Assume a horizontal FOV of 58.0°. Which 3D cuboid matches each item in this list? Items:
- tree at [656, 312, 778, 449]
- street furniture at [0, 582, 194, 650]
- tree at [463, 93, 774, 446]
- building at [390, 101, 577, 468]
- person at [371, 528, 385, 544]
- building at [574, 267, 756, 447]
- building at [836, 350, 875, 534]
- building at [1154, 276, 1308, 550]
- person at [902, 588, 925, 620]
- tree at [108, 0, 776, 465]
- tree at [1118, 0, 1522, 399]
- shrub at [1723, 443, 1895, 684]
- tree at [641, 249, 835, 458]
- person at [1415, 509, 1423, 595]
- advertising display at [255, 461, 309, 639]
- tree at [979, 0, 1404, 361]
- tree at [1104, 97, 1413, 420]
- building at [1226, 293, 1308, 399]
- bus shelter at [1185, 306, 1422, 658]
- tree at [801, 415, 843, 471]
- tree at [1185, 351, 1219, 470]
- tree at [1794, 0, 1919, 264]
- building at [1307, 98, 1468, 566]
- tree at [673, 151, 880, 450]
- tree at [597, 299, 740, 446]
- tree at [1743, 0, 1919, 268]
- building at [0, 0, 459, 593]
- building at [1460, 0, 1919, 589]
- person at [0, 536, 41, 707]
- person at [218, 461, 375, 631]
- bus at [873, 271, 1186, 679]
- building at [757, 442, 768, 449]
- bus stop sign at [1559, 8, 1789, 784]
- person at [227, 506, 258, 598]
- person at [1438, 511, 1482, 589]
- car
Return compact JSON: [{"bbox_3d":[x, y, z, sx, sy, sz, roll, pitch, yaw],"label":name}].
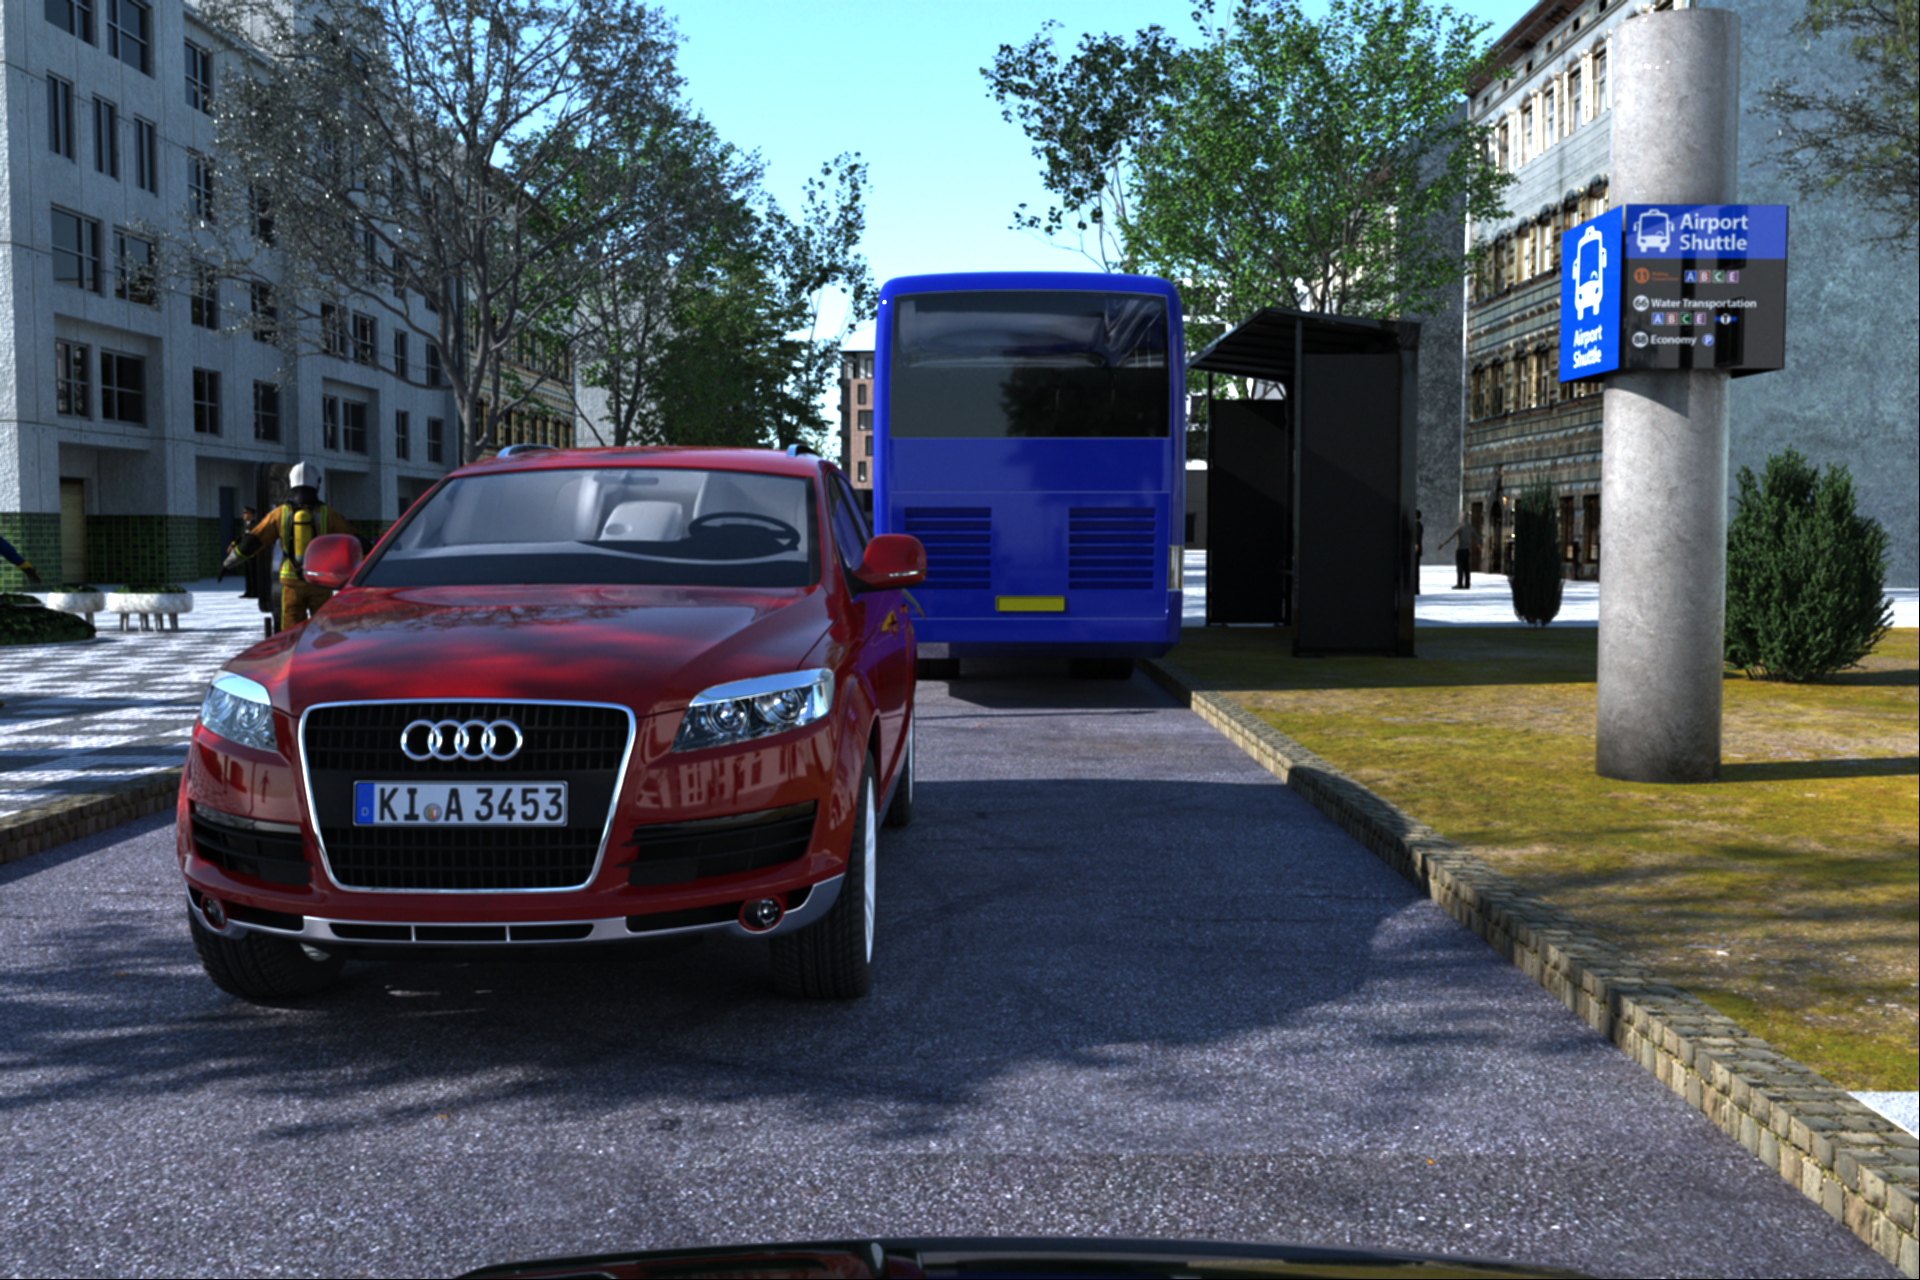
[{"bbox_3d":[-8.320,-6.578,57.906,4.737,8.622,4.395,0,3,0],"label":"tree"},{"bbox_3d":[-14.919,-0.383,21.895,10.072,0.657,5.734,1,4,15],"label":"street furniture"},{"bbox_3d":[-8.089,-7.046,40.962,9.928,11.665,9.643,0,3,0],"label":"tree"},{"bbox_3d":[-28.765,-15.119,78.124,19.493,23.208,18.063,0,4,1],"label":"building"},{"bbox_3d":[-14.285,-2.048,42.753,0.991,1.433,0.599,-1,4,-11],"label":"person"},{"bbox_3d":[-25.710,-16.169,130.823,16.747,18.905,31.486,0,4,0],"label":"building"},{"bbox_3d":[3.244,-21.686,201.003,32.646,21.610,27.936,0,4,3],"label":"building"},{"bbox_3d":[23.666,-18.937,153.593,27.936,21.610,32.646,0,4,1],"label":"building"},{"bbox_3d":[-0.756,-0.102,13.385,0.991,1.433,0.599,-1,4,-8],"label":"person"},{"bbox_3d":[-8.228,-7.259,29.062,12.009,13.543,11.850,0,3,0],"label":"tree"},{"bbox_3d":[6.671,-6.551,32.868,9.928,11.665,9.643,0,3,0],"label":"tree"},{"bbox_3d":[7.223,-0.674,15.054,1.661,2.075,1.752,0,3,0],"label":"shrub"},{"bbox_3d":[-8.854,-9.216,68.803,7.486,12.596,7.792,0,3,0],"label":"tree"},{"bbox_3d":[9.562,-1.856,36.532,0.705,1.806,1.347,0,4,5],"label":"person"},{"bbox_3d":[-6.113,-0.642,15.705,0.123,1.923,0.974,0,4,0],"label":"advertising display"},{"bbox_3d":[7.009,-12.169,54.859,12.611,20.169,13.585,0,3,0],"label":"tree"},{"bbox_3d":[7.087,-7.098,41.813,9.928,11.665,9.643,0,3,0],"label":"tree"},{"bbox_3d":[25.662,-16.978,134.004,16.016,20.090,11.380,0,3,0],"label":"building"},{"bbox_3d":[3.946,-1.817,20.998,1.731,3.624,6.357,0,4,-1],"label":"bus shelter"},{"bbox_3d":[-8.882,-9.499,105.663,4.737,8.622,4.395,0,3,0],"label":"tree"},{"bbox_3d":[7.628,-8.326,70.537,8.767,10.594,7.601,3,5,39],"label":"tree"},{"bbox_3d":[6.634,-3.723,11.232,4.360,8.622,3.978,0,3,0],"label":"tree"},{"bbox_3d":[26.794,-15.144,78.532,19.493,23.208,18.063,0,3,0],"label":"building"},{"bbox_3d":[-7.379,-14.004,84.861,12.611,20.169,13.585,0,3,0],"label":"tree"},{"bbox_3d":[-8.361,-6.180,51.401,4.737,8.622,4.395,0,3,0],"label":"tree"},{"bbox_3d":[14.884,-6.749,20.710,12.009,13.543,11.850,0,3,0],"label":"tree"},{"bbox_3d":[-28.463,-11.396,52.782,16.747,18.905,31.486,0,4,1],"label":"building"},{"bbox_3d":[26.165,-13.336,48.966,19.493,23.208,18.063,0,4,0],"label":"building"},{"bbox_3d":[-7.239,-0.404,12.583,0.705,1.833,1.349,1,4,10],"label":"person"},{"bbox_3d":[-5.209,-0.493,13.825,1.354,1.858,0.705,-1,4,-15],"label":"person"},{"bbox_3d":[0.522,-1.737,19.954,2.896,3.916,12.251,0,4,0],"label":"bus"},{"bbox_3d":[-22.814,-13.705,166.223,9.099,9.664,28.070,0,4,1],"label":"building"},{"bbox_3d":[3.697,-1.226,9.069,0.837,3.901,0.837,0,4,-1],"label":"bus stop sign"},{"bbox_3d":[-14.204,-1.754,34.607,1.347,1.837,0.705,3,5,39],"label":"person"},{"bbox_3d":[11.703,-2.094,40.359,1.348,1.813,0.705,-2,4,-29],"label":"person"},{"bbox_3d":[-1.253,0.100,7.039,2.281,1.827,5.304,0,4,1],"label":"car"}]
